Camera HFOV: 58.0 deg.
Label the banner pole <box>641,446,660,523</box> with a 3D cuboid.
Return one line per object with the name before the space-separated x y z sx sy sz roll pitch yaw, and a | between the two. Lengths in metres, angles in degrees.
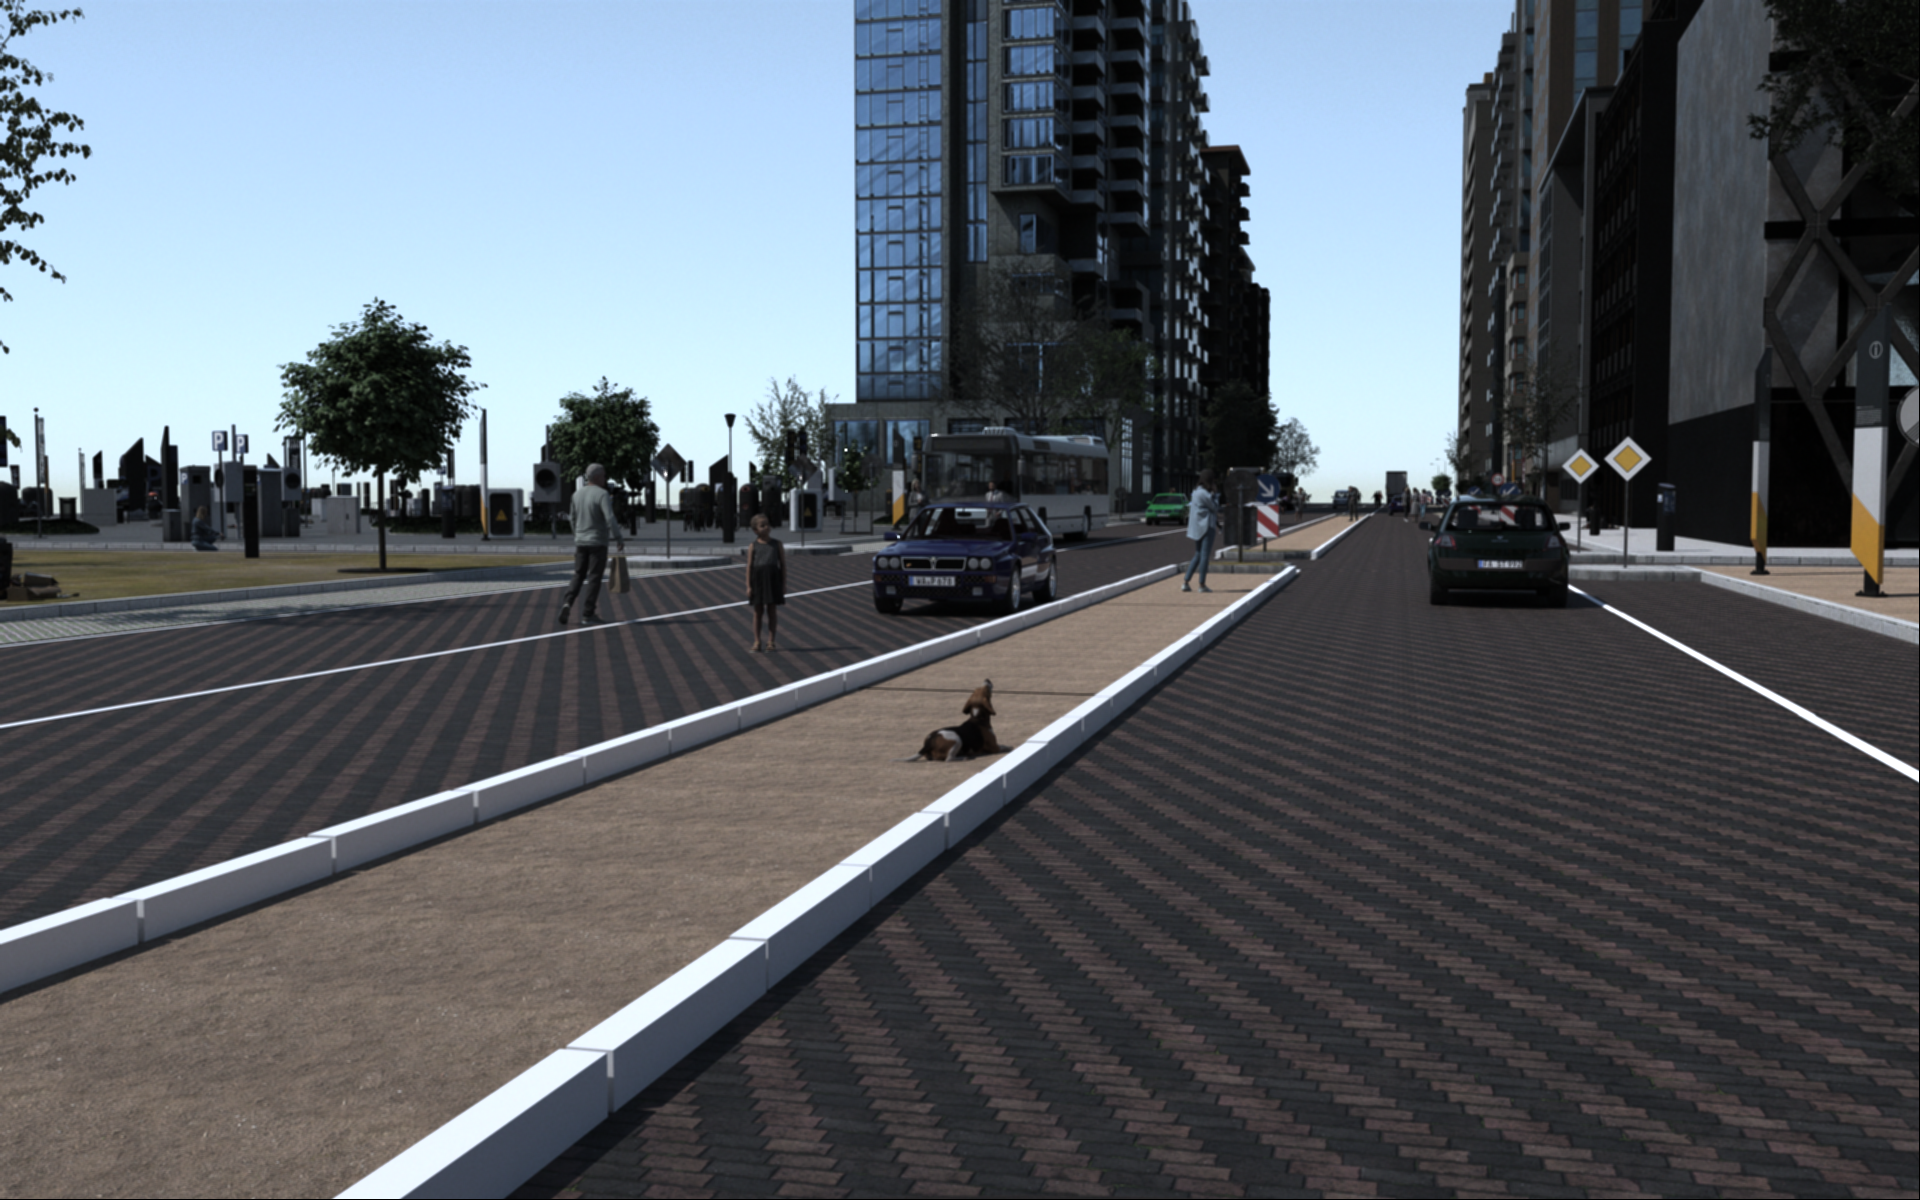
banner pole | -13.967 -5.375 77.893 0.863 3.779 0.401 -1 4 -14

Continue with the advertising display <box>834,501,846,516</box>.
advertising display | -6.984 -5.763 99.446 0.974 1.923 0.123 -3 4 -38

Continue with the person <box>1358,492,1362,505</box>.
person | 54.220 -13.831 235.319 0.721 1.739 1.217 -2 4 -35

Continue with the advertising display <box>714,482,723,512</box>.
advertising display | -13.150 -5.554 96.025 0.974 1.923 0.123 1 4 20

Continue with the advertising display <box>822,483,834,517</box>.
advertising display | -7.781 -5.699 98.386 0.974 1.923 0.123 -2 4 -32

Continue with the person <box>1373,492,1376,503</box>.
person | 63.721 -15.711 265.396 0.705 1.821 1.348 -2 4 -28

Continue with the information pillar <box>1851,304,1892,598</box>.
information pillar | 11.366 -1.850 21.603 0.183 3.616 0.504 -1 4 -13

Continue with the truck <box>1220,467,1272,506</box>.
truck | 21.229 -8.032 127.254 3.469 3.379 9.791 1 4 14

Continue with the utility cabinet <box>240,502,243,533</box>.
utility cabinet | -22.951 -2.922 56.452 1.173 1.500 0.318 0 4 2

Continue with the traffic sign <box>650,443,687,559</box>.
traffic sign | -5.781 -1.876 34.308 0.795 2.450 0.064 1 4 14

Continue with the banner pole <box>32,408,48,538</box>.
banner pole | -26.547 -3.670 50.018 0.863 3.779 0.401 3 5 45

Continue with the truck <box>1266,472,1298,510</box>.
truck | 28.740 -9.783 155.868 3.469 3.379 9.791 1 4 12

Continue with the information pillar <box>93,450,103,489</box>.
information pillar | -45.913 -6.174 92.298 0.183 3.616 0.504 2 4 33

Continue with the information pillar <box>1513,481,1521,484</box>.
information pillar | 31.116 -5.648 96.838 0.304 2.012 0.304 -3 4 -39

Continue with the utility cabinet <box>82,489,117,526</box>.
utility cabinet | -34.302 -3.693 69.057 1.173 1.500 0.318 -1 4 -13

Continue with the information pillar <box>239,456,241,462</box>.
information pillar | -44.224 -7.051 106.633 0.183 3.616 0.504 -3 4 -37

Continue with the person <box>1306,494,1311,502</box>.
person | 49.178 -14.208 243.987 0.799 1.438 0.628 1 4 12

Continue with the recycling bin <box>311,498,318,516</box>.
recycling bin | -37.081 -5.374 100.413 0.722 1.027 0.722 1 4 16

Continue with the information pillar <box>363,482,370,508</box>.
information pillar | -36.910 -6.317 107.780 0.304 2.012 0.304 -3 5 -42

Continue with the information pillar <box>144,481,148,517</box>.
information pillar | -46.492 -5.756 98.597 0.304 2.012 0.304 2 4 26

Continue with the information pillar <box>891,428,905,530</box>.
information pillar | -2.173 -4.265 61.088 0.504 3.616 0.183 2 4 35

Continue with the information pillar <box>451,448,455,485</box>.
information pillar | -25.952 -5.948 88.608 0.183 3.616 0.504 -2 4 -31

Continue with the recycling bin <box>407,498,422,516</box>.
recycling bin | -32.037 -5.464 101.882 0.722 1.027 0.722 3 4 36

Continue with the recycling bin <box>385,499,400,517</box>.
recycling bin | -31.617 -5.135 96.516 0.722 1.027 0.722 -2 4 -26

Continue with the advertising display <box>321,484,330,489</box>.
advertising display | -41.475 -6.606 113.228 0.123 1.923 0.974 0 4 7

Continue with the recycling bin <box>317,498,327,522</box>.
recycling bin | -29.523 -4.197 81.178 0.722 1.027 0.722 0 4 -7

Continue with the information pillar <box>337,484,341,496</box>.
information pillar | -43.301 -7.121 120.920 0.304 2.012 0.304 0 4 4

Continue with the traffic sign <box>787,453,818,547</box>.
traffic sign | -3.820 -2.349 42.049 0.795 2.450 0.064 1 4 14

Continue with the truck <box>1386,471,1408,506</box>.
truck | 55.223 -14.075 219.046 2.839 4.237 11.283 1 4 15

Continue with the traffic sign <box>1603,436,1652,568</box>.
traffic sign | 11.514 -1.607 29.922 0.795 2.450 0.064 1 4 14

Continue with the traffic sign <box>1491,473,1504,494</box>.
traffic sign | 32.771 -6.452 105.598 0.768 2.556 0.104 1 4 16

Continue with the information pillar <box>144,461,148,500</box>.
information pillar | -53.603 -7.492 113.850 0.183 3.616 0.504 1 4 14

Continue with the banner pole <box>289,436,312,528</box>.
banner pole | -25.124 -4.639 65.870 0.863 3.779 0.401 0 4 5

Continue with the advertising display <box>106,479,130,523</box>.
advertising display | -36.780 -4.311 75.701 0.123 1.923 0.974 2 4 34

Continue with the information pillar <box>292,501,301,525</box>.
information pillar | -26.631 -3.964 69.302 0.304 2.012 0.304 2 4 30

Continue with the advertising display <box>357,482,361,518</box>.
advertising display | -32.617 -5.433 94.037 0.123 1.923 0.974 -1 4 -14

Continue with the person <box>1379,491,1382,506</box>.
person | 49.926 -12.085 206.019 0.705 1.831 1.348 -1 4 -15

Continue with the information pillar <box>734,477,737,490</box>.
information pillar | -9.987 -4.380 76.101 0.304 2.012 0.304 1 4 22

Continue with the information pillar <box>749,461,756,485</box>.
information pillar | -14.539 -7.960 121.501 0.504 3.616 0.183 -1 4 -22

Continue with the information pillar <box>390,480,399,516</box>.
information pillar | -28.680 -5.096 87.812 0.304 2.012 0.304 2 4 24

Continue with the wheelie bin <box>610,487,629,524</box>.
wheelie bin | -14.715 -4.099 74.928 0.693 1.594 0.980 2 4 28

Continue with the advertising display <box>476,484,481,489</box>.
advertising display | -32.291 -6.824 116.790 0.123 1.923 0.974 2 4 24

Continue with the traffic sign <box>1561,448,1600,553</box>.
traffic sign | 13.475 -2.081 37.664 0.795 2.450 0.064 1 4 14

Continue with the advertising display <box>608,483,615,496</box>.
advertising display | -20.198 -5.776 99.658 0.123 1.923 0.974 2 4 27

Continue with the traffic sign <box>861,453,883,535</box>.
traffic sign | -2.756 -3.299 54.040 0.768 2.556 0.104 1 4 21

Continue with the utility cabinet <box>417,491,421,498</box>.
utility cabinet | -38.614 -7.080 124.433 0.318 1.500 1.173 -3 5 -41

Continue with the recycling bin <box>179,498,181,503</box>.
recycling bin | -51.336 -6.243 114.628 0.722 1.027 0.722 2 4 29

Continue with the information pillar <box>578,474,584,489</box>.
information pillar | -17.711 -5.483 81.007 0.183 3.616 0.504 -3 5 -41

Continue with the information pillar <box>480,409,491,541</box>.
information pillar | -13.148 -3.455 47.836 0.183 3.616 0.504 -2 4 -28

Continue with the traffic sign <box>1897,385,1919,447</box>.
traffic sign | 11.000 -1.193 19.609 0.768 2.556 0.104 1 4 18

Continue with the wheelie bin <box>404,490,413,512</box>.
wheelie bin | -40.055 -7.194 125.524 0.693 1.594 0.980 1 4 9

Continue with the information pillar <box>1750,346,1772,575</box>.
information pillar | 12.668 -2.203 27.377 0.183 3.616 0.504 3 5 44

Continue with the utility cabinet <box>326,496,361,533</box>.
utility cabinet | -20.139 -2.777 56.571 1.020 1.237 0.306 0 4 6
